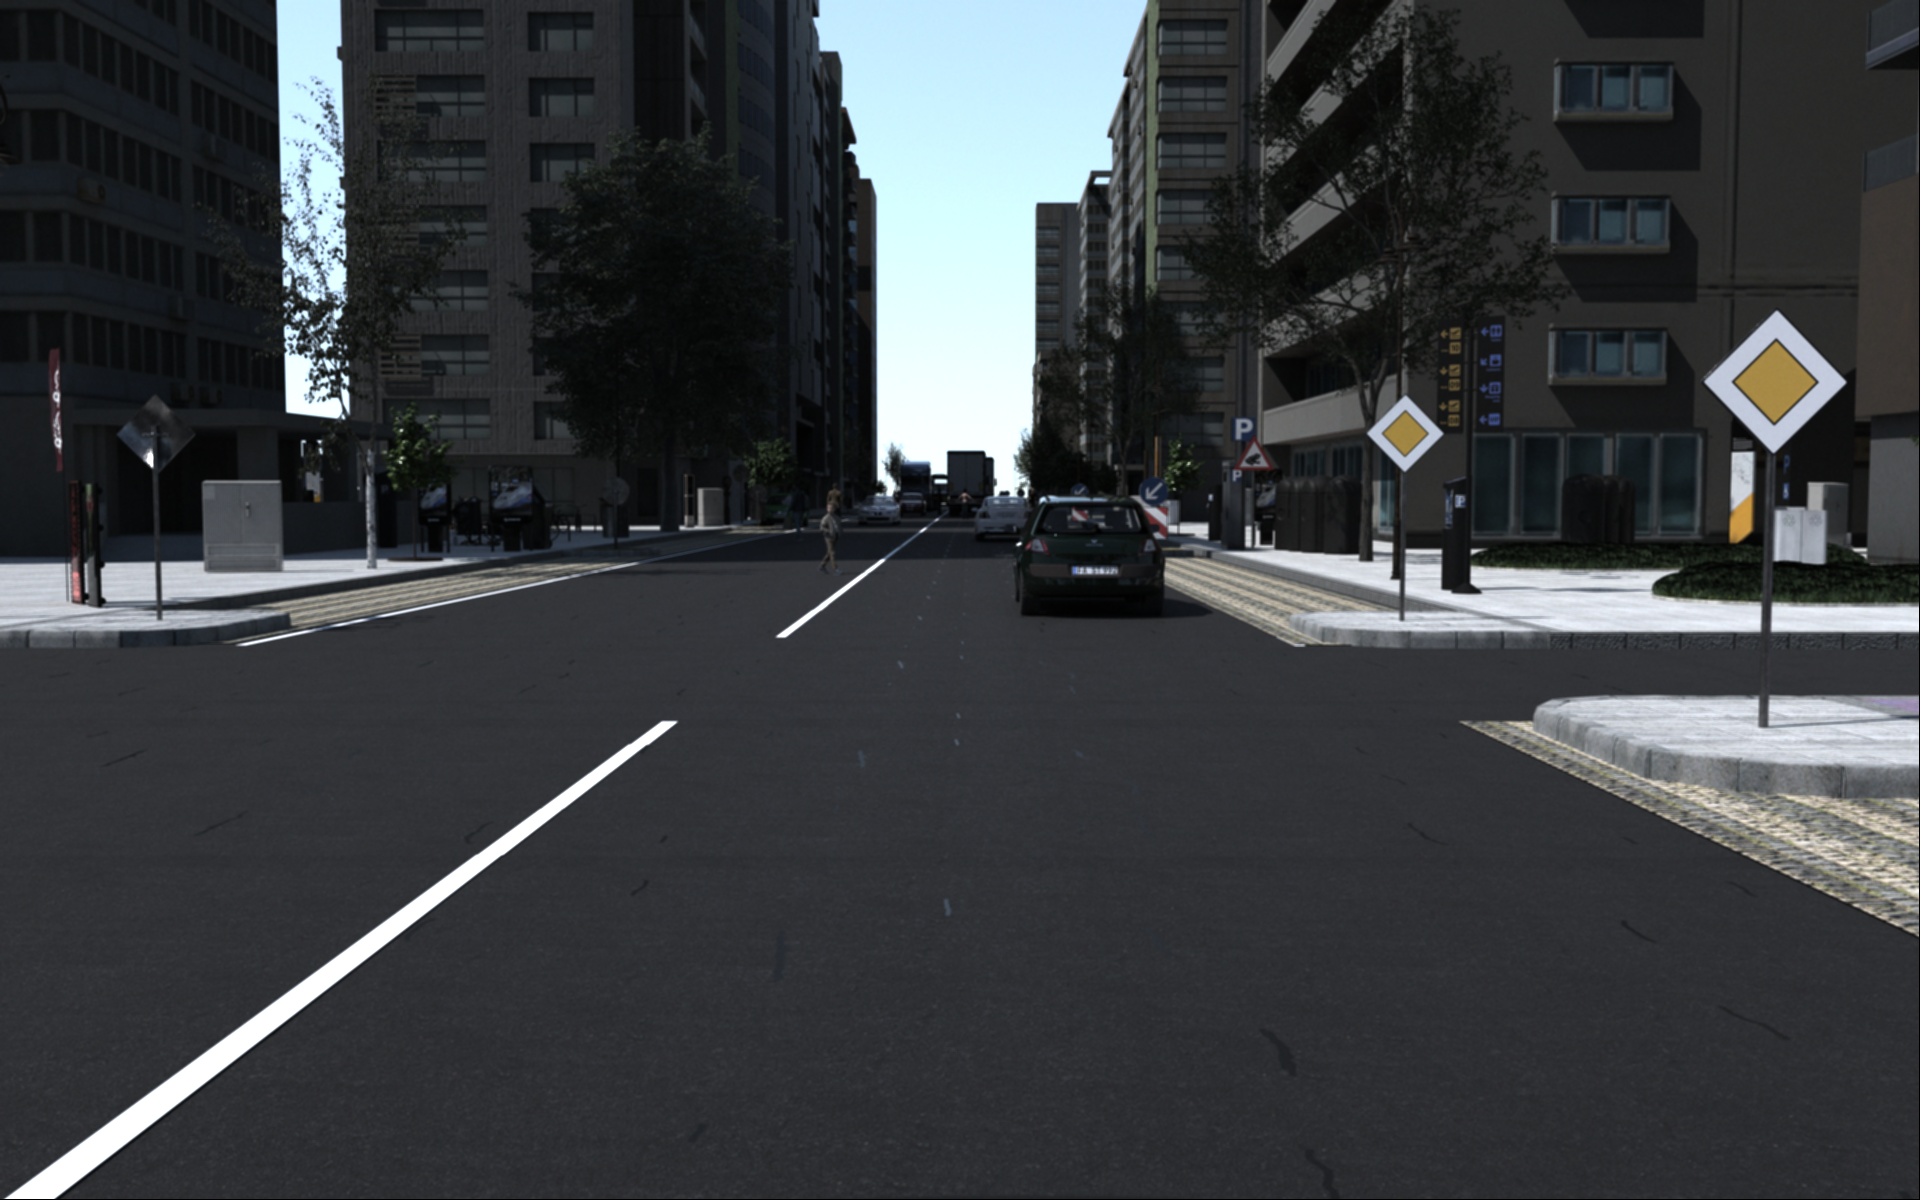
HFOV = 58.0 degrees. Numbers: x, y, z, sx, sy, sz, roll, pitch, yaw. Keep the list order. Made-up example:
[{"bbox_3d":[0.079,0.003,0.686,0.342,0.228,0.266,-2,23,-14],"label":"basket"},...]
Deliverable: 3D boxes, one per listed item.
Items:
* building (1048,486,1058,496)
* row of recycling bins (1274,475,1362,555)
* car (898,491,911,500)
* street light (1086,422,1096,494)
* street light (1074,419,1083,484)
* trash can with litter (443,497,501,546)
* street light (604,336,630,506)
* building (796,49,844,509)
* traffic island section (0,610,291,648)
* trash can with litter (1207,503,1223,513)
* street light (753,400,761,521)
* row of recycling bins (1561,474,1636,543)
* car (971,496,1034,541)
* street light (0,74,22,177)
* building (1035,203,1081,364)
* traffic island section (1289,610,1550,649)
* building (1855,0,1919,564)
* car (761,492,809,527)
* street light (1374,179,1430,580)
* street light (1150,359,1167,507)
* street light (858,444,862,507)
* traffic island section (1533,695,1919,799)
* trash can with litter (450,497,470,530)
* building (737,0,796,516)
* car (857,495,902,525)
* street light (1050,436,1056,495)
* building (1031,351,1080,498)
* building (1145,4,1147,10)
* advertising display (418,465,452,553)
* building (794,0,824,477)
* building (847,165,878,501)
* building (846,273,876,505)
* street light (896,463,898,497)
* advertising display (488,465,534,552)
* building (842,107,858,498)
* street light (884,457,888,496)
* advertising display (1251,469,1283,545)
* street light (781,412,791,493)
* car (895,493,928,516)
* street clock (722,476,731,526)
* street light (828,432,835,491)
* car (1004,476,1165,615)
[{"bbox_3d":[26.303,-30.863,196.485,32.217,40.220,23.993,0,4,0],"label":"building"},{"bbox_3d":[7.903,-1.909,38.332,1.069,1.692,3.534,-1,4,-12],"label":"row of recycling bins"},{"bbox_3d":[-3.756,-7.439,131.412,2.009,1.686,4.222,0,4,-2],"label":"car"},{"bbox_3d":[6.954,-7.284,91.886,0.468,5.910,1.993,0,4,0],"label":"street light"},{"bbox_3d":[6.998,-7.913,102.160,0.468,5.910,1.993,0,4,0],"label":"street light"},{"bbox_3d":[-11.959,-1.955,43.027,1.678,1.210,2.233,-3,5,-45],"label":"trash can with litter"},{"bbox_3d":[-10.016,-4.765,50.700,0.468,5.910,1.993,0,4,0],"label":"street light"},{"bbox_3d":[-18.001,-28.856,155.394,14.154,41.232,14.086,0,4,0],"label":"building"},{"bbox_3d":[-8.155,0.286,17.601,2.009,0.180,2.903,0,4,0],"label":"traffic island section"},{"bbox_3d":[9.571,-3.173,63.271,1.055,1.170,0.624,0,4,-1],"label":"trash can with litter"},{"bbox_3d":[-9.750,-6.754,83.215,0.468,5.910,1.993,0,4,0],"label":"street light"},{"bbox_3d":[13.585,-1.809,36.695,1.069,1.692,3.534,2,4,34],"label":"row of recycling bins"},{"bbox_3d":[1.394,-2.544,53.957,2.083,1.381,4.827,0,3,0],"label":"car"},{"bbox_3d":[-10.189,-2.748,17.723,0.468,5.910,1.993,0,4,0],"label":"street light"},{"bbox_3d":[17.524,-34.319,244.710,14.154,41.232,14.086,0,4,0],"label":"building"},{"bbox_3d":[4.486,0.291,17.517,2.009,0.180,2.903,0,4,0],"label":"traffic island section"},{"bbox_3d":[23.341,-22.829,23.369,14.200,45.320,14.600,0,4,0],"label":"building"},{"bbox_3d":[-7.597,-4.058,75.137,1.959,1.807,4.718,0,3,0],"label":"car"},{"bbox_3d":[6.557,-3.246,25.855,0.468,5.910,1.993,0,4,0],"label":"street light"},{"bbox_3d":[6.776,-5.286,59.215,0.468,5.910,1.993,0,4,0],"label":"street light"},{"bbox_3d":[-9.227,-11.492,160.680,0.468,5.910,1.993,0,4,0],"label":"street light"},{"bbox_3d":[4.436,0.780,9.532,2.009,0.180,2.903,0,4,0],"label":"traffic island section"},{"bbox_3d":[-18.046,-3.097,62.025,1.055,1.170,0.624,1,4,19],"label":"trash can with litter"},{"bbox_3d":[-22.046,-34.485,105.836,21.231,58.520,28.212,0,4,0],"label":"building"},{"bbox_3d":[-3.760,-4.215,81.275,2.083,1.381,4.827,0,4,0],"label":"car"},{"bbox_3d":[7.239,-9.915,134.895,0.468,5.910,1.993,0,4,0],"label":"street light"},{"bbox_3d":[23.572,-23.167,223.821,27.650,21.520,28.899,0,4,0],"label":"building"},{"bbox_3d":[25.475,-26.773,129.617,32.217,40.220,23.993,0,4,0],"label":"building"},{"bbox_3d":[-11.546,-2.010,38.074,0.974,1.923,0.123,2,4,33],"label":"advertising display"},{"bbox_3d":[-25.162,-33.339,134.336,28.713,52.752,27.495,0,4,0],"label":"building"},{"bbox_3d":[-18.734,-36.039,239.352,14.600,45.320,14.200,0,4,0],"label":"building"},{"bbox_3d":[-27.066,-32.294,219.890,32.217,40.220,23.993,0,4,0],"label":"building"},{"bbox_3d":[-8.758,-16.493,242.454,0.468,5.910,1.993,0,4,0],"label":"street light"},{"bbox_3d":[-10.023,-2.048,38.705,0.974,1.923,0.123,-2,4,-26],"label":"advertising display"},{"bbox_3d":[-22.904,-32.904,192.597,22.147,44.769,28.867,0,4,0],"label":"building"},{"bbox_3d":[-8.951,-14.505,209.938,0.468,5.910,1.993,0,4,0],"label":"street light"},{"bbox_3d":[7.726,-2.348,43.600,0.974,1.923,0.123,-2,4,-34],"label":"advertising display"},{"bbox_3d":[-9.636,-7.512,95.610,0.468,5.910,1.993,0,4,0],"label":"street light"},{"bbox_3d":[-3.193,-6.437,114.293,2.155,1.783,4.494,0,4,1],"label":"car"},{"bbox_3d":[-9.459,-4.022,70.334,0.358,2.002,0.471,1,4,11],"label":"street clock"},{"bbox_3d":[-9.507,-9.503,128.164,0.468,5.910,1.993,0,4,0],"label":"street light"},{"bbox_3d":[1.566,-0.738,21.854,2.009,1.686,4.222,0,4,1],"label":"car"}]
